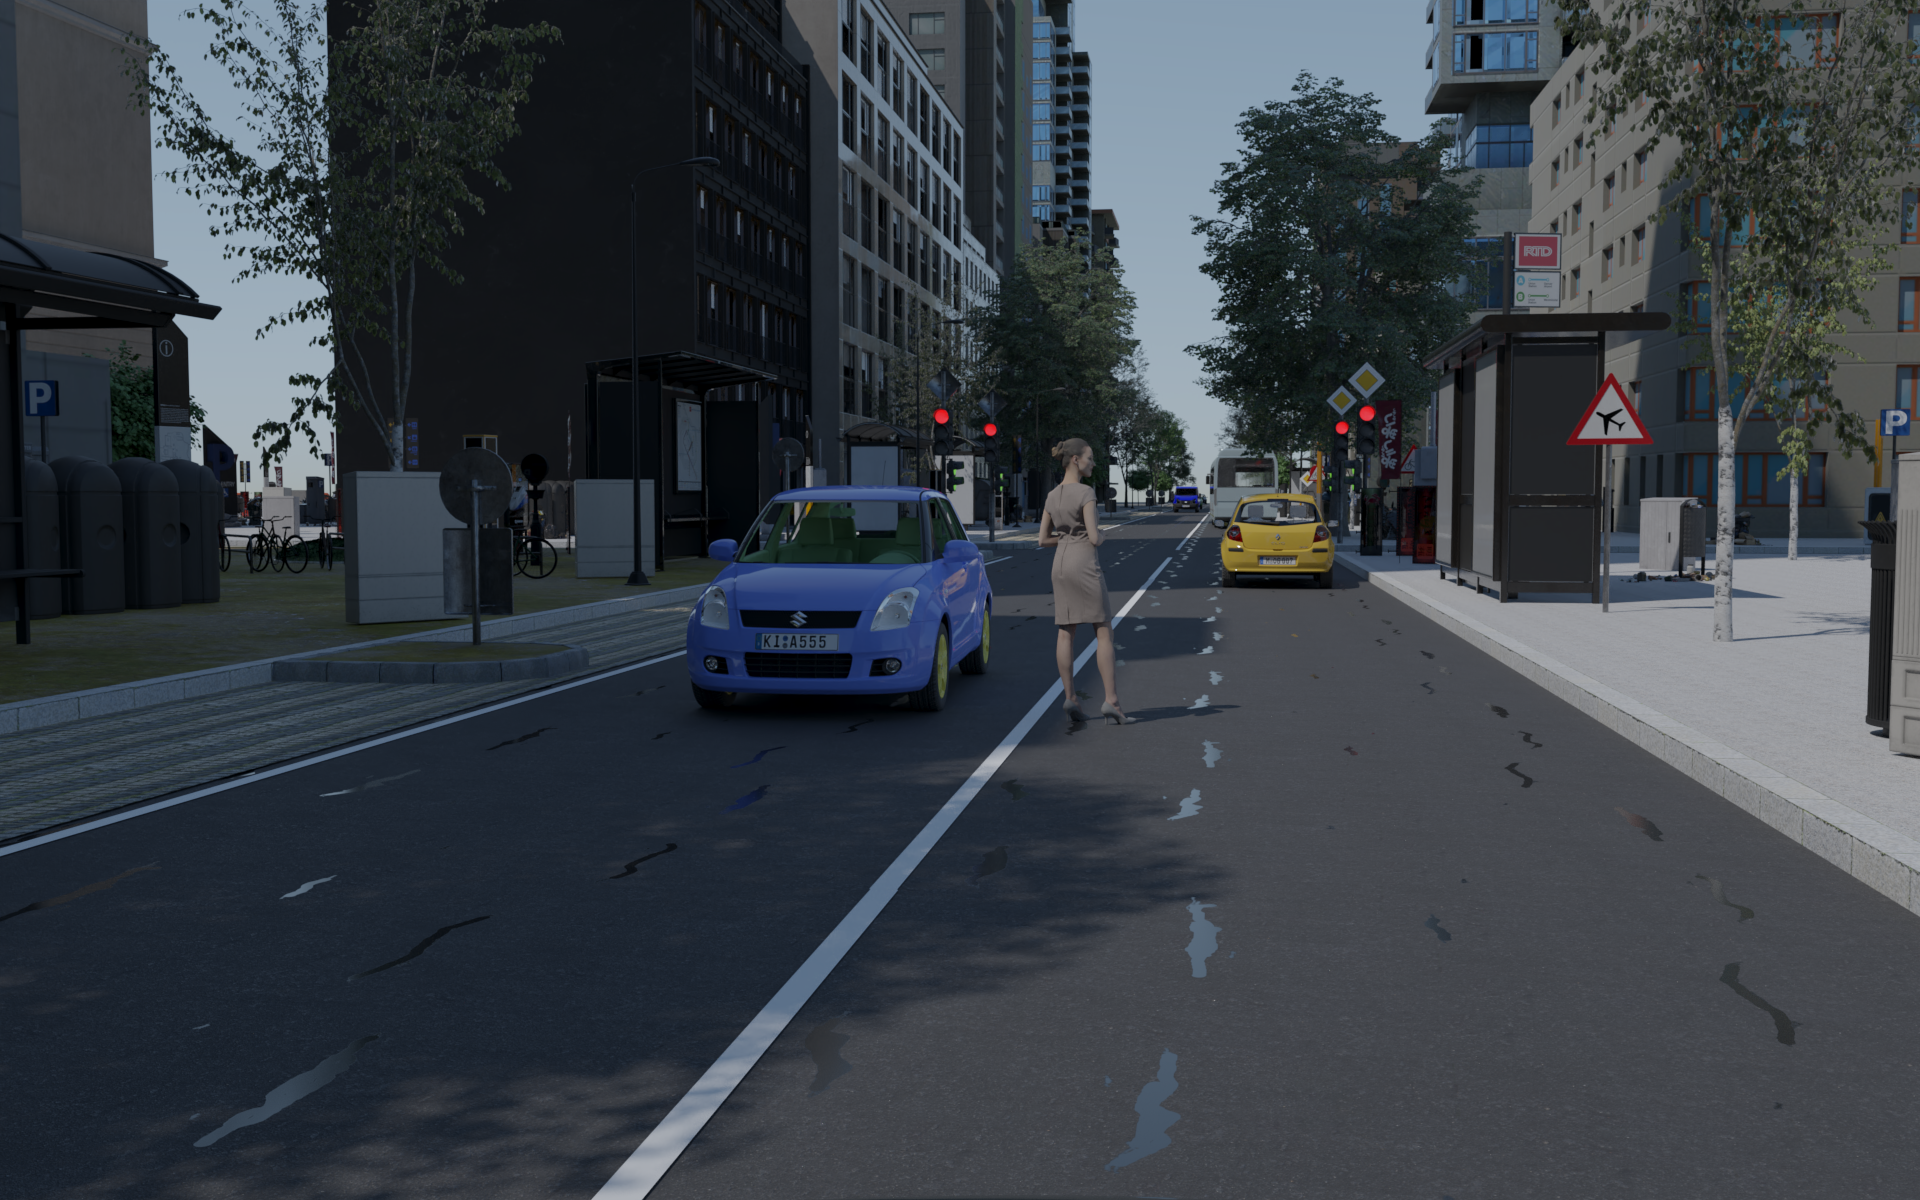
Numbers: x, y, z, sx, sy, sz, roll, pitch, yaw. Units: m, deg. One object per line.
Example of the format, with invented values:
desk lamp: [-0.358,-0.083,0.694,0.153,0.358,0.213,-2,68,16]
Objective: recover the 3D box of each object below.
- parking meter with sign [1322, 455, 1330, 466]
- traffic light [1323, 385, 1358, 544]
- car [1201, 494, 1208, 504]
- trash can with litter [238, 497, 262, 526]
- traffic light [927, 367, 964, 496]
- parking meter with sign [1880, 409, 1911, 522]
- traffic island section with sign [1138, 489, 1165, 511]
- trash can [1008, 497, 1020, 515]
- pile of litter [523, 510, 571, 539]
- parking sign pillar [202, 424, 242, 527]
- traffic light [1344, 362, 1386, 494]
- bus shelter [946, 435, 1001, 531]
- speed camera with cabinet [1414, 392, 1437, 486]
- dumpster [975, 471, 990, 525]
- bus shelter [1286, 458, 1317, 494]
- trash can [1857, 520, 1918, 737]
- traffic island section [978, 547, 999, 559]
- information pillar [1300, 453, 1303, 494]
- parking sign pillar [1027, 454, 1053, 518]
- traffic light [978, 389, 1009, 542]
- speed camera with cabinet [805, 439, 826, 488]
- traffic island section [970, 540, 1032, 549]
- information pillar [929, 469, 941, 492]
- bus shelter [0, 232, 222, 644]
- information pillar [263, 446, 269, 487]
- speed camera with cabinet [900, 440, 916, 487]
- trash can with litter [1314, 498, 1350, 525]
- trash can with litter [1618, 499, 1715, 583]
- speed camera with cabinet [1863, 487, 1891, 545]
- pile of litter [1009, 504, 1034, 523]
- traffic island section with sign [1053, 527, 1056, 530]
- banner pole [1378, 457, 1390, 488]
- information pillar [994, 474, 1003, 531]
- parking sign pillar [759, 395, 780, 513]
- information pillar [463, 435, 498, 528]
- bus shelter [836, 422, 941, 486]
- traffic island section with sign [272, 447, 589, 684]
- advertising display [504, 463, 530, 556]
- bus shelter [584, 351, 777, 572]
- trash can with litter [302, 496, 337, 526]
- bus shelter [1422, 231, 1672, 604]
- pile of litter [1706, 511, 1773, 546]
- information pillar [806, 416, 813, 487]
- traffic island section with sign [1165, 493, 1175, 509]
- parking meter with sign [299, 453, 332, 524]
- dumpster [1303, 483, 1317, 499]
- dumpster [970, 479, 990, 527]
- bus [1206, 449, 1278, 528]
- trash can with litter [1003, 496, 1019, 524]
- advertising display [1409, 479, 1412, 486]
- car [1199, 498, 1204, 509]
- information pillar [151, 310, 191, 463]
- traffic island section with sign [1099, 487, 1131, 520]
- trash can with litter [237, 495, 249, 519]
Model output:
parking meter with sign: [16.891,-4.968,77.481,0.543,3.016,1.738,-2,4,-33]
traffic light: [9.828,-3.417,44.789,0.839,4.253,0.868,1,4,9]
car: [34.474,-14.568,247.973,2.009,1.686,4.222,0,4,7]
trash can with litter: [-28.923,-3.610,70.407,1.055,1.170,0.624,0,3,0]
traffic light: [-0.341,-3.017,38.249,0.839,4.253,0.868,1,4,9]
parking meter with sign: [18.980,-2.355,34.770,0.543,3.016,1.738,1,4,13]
traffic island section with sign: [15.830,-8.286,144.110,1.989,1.847,2.006,1,4,9]
trash can: [2.597,-4.520,85.555,0.748,1.137,0.748,0,3,0]
pile of litter: [-12.015,-2.182,49.634,1.719,0.858,1.176,1,4,22]
parking sign pillar: [-28.791,-4.829,67.420,1.447,3.967,1.447,1,4,22]
traffic light: [8.618,-2.934,36.896,0.839,4.253,0.868,1,4,9]
bus shelter: [0.122,-4.199,62.573,2.014,3.302,5.546,1,4,9]
speed camera with cabinet: [9.803,-2.382,33.288,2.038,3.252,0.660,3,5,40]
dumpster: [0.757,-4.255,72.055,1.502,2.255,1.985,1,4,9]
bus shelter: [19.789,-6.454,99.439,2.014,3.302,5.546,1,4,9]
trash can: [5.118,0.156,9.099,0.748,1.137,0.748,0,3,0]
traffic island section: [-0.379,-0.985,38.389,2.009,0.180,2.903,1,4,9]
information pillar: [18.063,-6.139,91.732,0.183,3.616,0.504,1,4,17]
parking sign pillar: [4.262,-6.352,92.332,1.447,3.967,1.447,0,4,-5]
traffic light: [0.869,-3.500,46.142,0.839,4.253,0.868,1,4,9]
speed camera with cabinet: [-5.566,-4.181,62.690,0.660,3.252,2.038,-2,4,-33]
traffic island section: [0.831,-1.468,46.283,2.009,0.180,2.903,1,4,9]
information pillar: [-0.717,-2.887,51.698,0.304,2.012,0.304,3,5,41]
bus shelter: [-7.680,-1.117,12.188,2.014,3.302,5.546,1,4,9]
information pillar: [-34.146,-5.742,85.240,0.183,3.616,0.504,0,4,1]
speed camera with cabinet: [-1.644,-4.229,63.478,0.660,3.252,2.038,-2,4,-31]
trash can with litter: [15.223,-3.751,72.383,2.233,1.210,1.678,1,4,17]
trash can with litter: [10.560,-0.902,25.800,2.233,1.210,1.678,-2,4,-29]
speed camera with cabinet: [23.413,-2.957,42.683,0.660,3.252,2.038,-2,4,-28]
pile of litter: [2.866,-3.953,78.593,1.719,0.858,1.176,-3,5,-43]
traffic island section with sign: [4.267,-3.673,68.688,1.989,1.847,2.006,1,4,9]
banner pole: [19.158,-5.412,78.504,0.401,3.779,0.863,-3,4,-37]
information pillar: [1.339,-3.437,60.691,0.304,2.012,0.304,0,4,-2]
parking sign pillar: [-5.534,-3.620,47.660,1.447,3.967,1.447,3,5,42]
information pillar: [-5.979,-1.049,21.646,0.304,2.012,0.304,1,4,18]
bus shelter: [-2.069,-3.512,51.352,2.014,3.302,5.546,1,4,9]
traffic island section with sign: [-4.119,-0.327,13.973,1.989,1.847,2.006,1,4,9]
advertising display: [-9.231,-1.887,36.061,0.123,1.923,0.974,1,4,11]
bus shelter: [-4.951,-2.469,31.645,1.731,3.624,6.357,1,4,9]
trash can with litter: [-25.520,-3.579,69.577,2.233,1.210,1.678,-1,4,-16]
bus shelter: [7.781,-2.856,24.321,2.179,5.291,8.768,1,4,9]
pile of litter: [19.595,-1.817,43.668,1.176,0.858,1.719,-1,4,-20]
information pillar: [-4.488,-3.685,51.608,0.183,3.616,0.504,-1,4,-21]
traffic island section with sign: [19.943,-9.923,170.864,1.989,1.847,2.006,1,4,9]
parking meter with sign: [-27.704,-4.782,74.453,1.738,3.016,0.543,2,4,24]
dumpster: [18.432,-5.142,89.831,1.264,1.857,1.865,1,4,9]
dumpster: [0.758,-3.831,68.401,1.264,1.857,1.865,1,4,9]
bus: [12.421,-5.001,76.620,2.948,3.499,13.247,0,4,7]
trash can with litter: [1.741,-3.924,75.213,1.678,1.210,2.233,1,4,19]
advertising display: [19.235,-4.138,72.862,0.123,1.923,0.974,-2,4,-24]
car: [22.086,-9.495,164.036,1.959,1.807,4.718,0,4,8]
information pillar: [-9.683,-1.831,21.291,0.183,3.616,0.504,2,4,24]
traffic island section with sign: [8.393,-5.318,95.569,1.989,1.847,2.006,1,4,9]
trash can with litter: [-36.838,-4.689,87.718,1.678,1.210,2.233,1,4,23]
